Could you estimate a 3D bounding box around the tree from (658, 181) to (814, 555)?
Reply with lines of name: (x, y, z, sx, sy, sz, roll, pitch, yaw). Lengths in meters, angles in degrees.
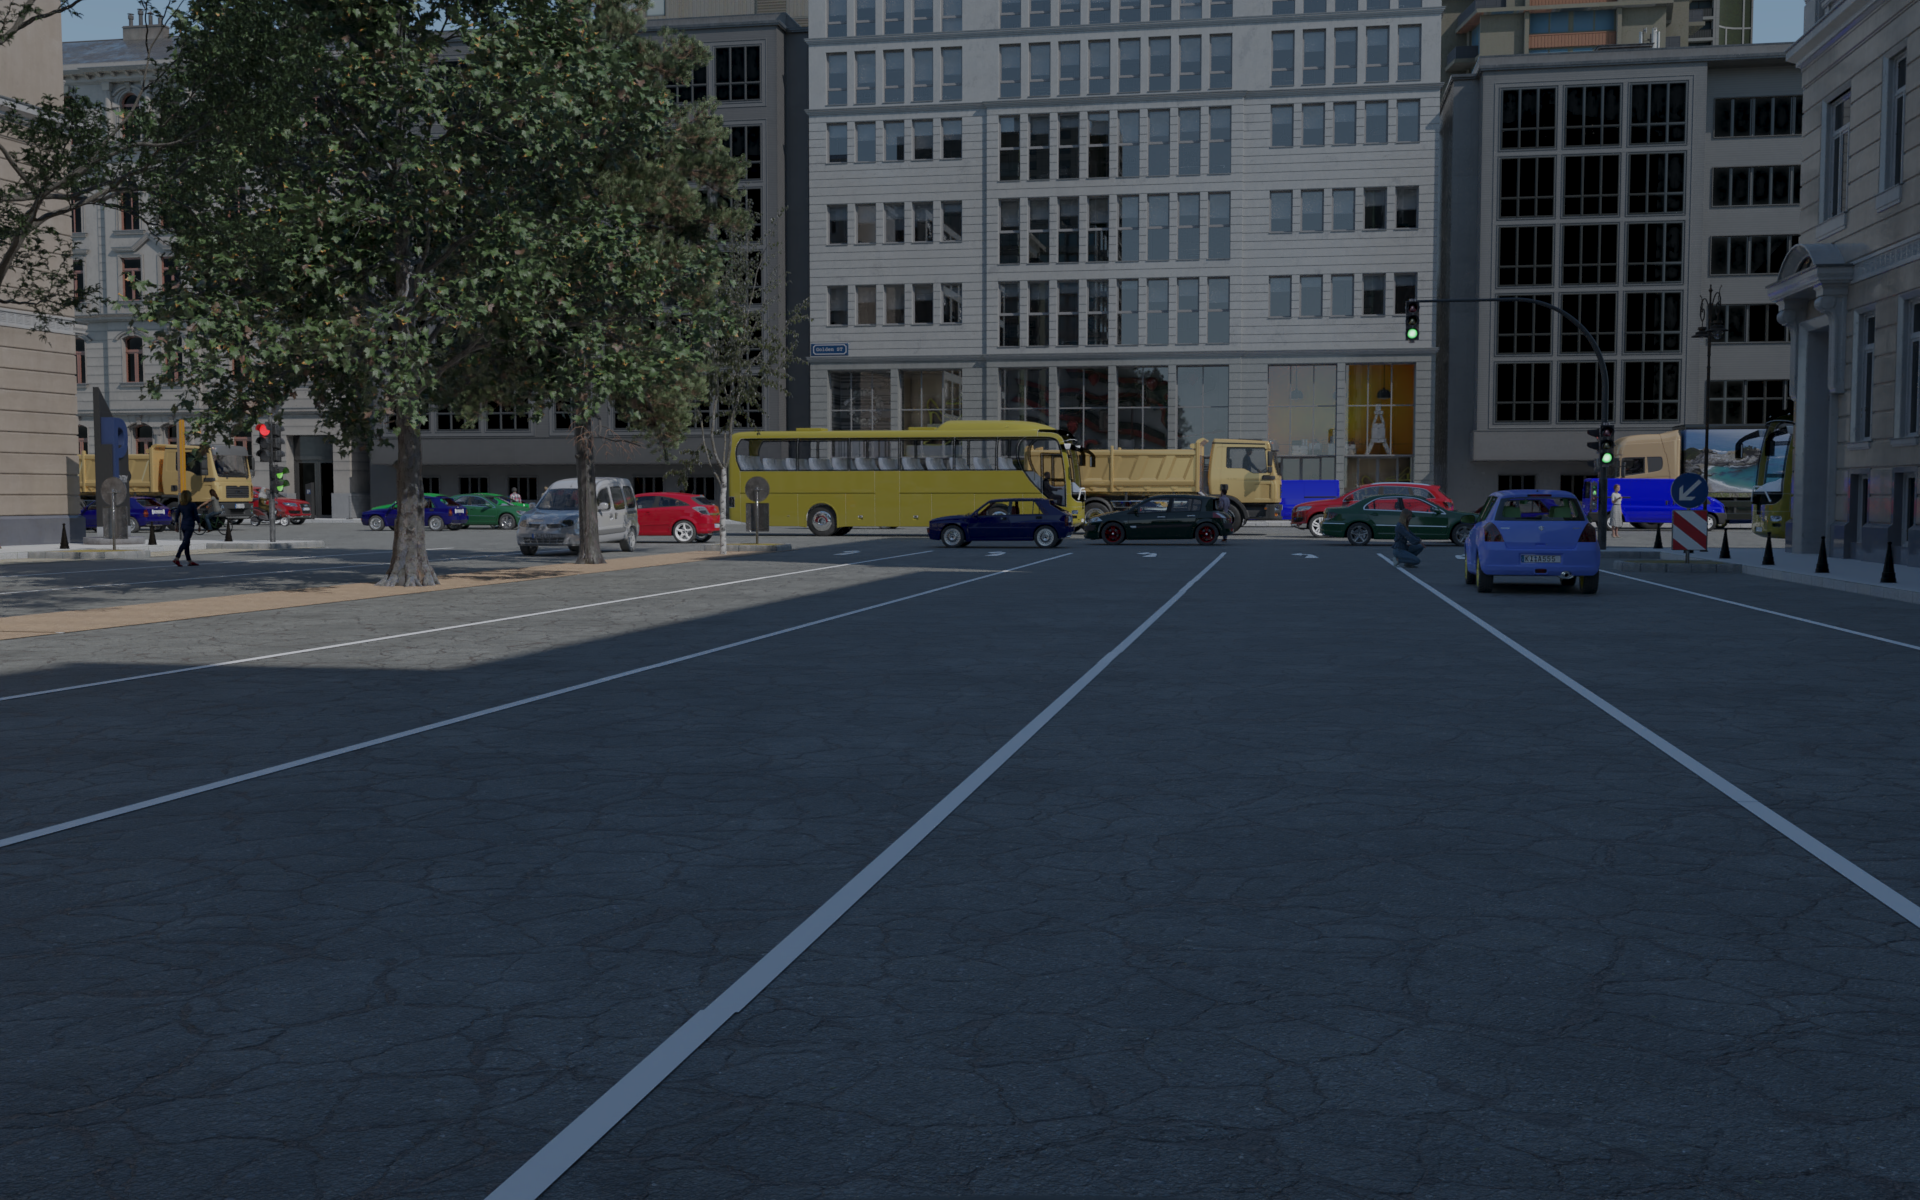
tree: (-5.560, -5.383, 40.825, 4.360, 8.622, 3.978, 0, 3, 0)

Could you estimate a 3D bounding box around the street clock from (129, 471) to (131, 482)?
street clock: (-22.712, -2.590, 46.920, 0.471, 2.002, 0.358, 0, 4, -6)

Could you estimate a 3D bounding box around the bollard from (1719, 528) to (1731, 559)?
bollard: (15.229, -1.127, 34.462, 0.229, 0.601, 0.229, 0, 3, 0)

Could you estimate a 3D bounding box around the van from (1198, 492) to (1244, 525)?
van: (8.927, -3.668, 66.991, 4.112, 2.044, 2.013, 1, 4, 12)

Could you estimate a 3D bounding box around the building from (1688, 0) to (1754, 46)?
building: (95.809, -48.781, 235.824, 20.611, 71.187, 20.563, 1, 4, 11)

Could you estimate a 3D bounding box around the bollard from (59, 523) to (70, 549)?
bollard: (-20.928, -1.494, 40.462, 0.229, 0.601, 0.229, 0, 3, 0)

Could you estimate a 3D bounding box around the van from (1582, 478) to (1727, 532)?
van: (26.997, -3.855, 67.406, 5.245, 2.365, 2.240, 1, 4, 10)

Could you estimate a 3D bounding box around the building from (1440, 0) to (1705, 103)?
building: (50.036, -30.215, 148.635, 22.147, 44.769, 28.867, 1, 4, 11)

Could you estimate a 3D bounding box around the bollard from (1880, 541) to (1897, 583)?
bollard: (13.440, -0.551, 25.053, 0.229, 0.601, 0.229, 0, 3, 0)

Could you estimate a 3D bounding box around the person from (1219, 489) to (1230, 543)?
person: (7.767, -2.492, 51.203, 0.435, 1.587, 0.963, 2, 4, 32)

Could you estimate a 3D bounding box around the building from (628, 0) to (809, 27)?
building: (-14.450, -34.838, 158.847, 28.713, 52.752, 27.495, 1, 4, 11)

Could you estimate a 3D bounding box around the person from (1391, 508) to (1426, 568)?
person: (8.815, -1.209, 33.770, 0.738, 1.151, 1.012, 2, 4, 26)

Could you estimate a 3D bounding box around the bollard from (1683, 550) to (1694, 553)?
bollard: (15.822, -1.318, 37.590, 0.229, 0.601, 0.229, 0, 3, 0)

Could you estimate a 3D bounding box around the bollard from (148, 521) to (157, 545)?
bollard: (-20.332, -1.685, 43.590, 0.229, 0.601, 0.229, 0, 3, 0)

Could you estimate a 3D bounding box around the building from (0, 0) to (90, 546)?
building: (-33.690, -15.565, 40.389, 20.117, 28.700, 13.634, 1, 4, 11)

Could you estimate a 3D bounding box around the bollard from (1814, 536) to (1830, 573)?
bollard: (14.044, -0.743, 28.192, 0.229, 0.601, 0.229, 0, 3, 0)

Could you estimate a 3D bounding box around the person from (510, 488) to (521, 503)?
person: (-19.638, -4.111, 76.551, 0.563, 1.720, 0.643, -3, 5, -44)

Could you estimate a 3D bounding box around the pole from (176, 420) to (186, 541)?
pole: (-21.285, -3.274, 47.378, 0.158, 3.312, 0.155, 0, 3, 0)

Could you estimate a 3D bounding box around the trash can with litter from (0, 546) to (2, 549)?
trash can with litter: (-21.814, -1.673, 38.733, 1.055, 1.170, 0.624, 2, 4, 32)

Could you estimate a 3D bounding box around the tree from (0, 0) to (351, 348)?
tree: (-10.251, -4.983, 18.342, 8.767, 10.594, 7.601, 1, 4, 11)

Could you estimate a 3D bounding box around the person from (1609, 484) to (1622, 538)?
person: (21.515, -2.908, 56.612, 0.480, 1.755, 0.524, -2, 4, -35)

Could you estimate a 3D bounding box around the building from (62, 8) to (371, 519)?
building: (-41.428, -18.962, 97.410, 23.554, 28.519, 14.401, 1, 4, 11)

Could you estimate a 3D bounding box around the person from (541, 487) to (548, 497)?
person: (-18.406, -4.156, 77.007, 0.519, 1.759, 0.362, -2, 4, -25)

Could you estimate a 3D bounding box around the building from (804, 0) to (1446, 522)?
building: (8.182, -18.892, 86.377, 29.804, 29.767, 11.434, 1, 4, 11)

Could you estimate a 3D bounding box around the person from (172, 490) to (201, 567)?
person: (-15.354, -1.425, 34.337, 0.480, 1.512, 0.613, 0, 4, 0)

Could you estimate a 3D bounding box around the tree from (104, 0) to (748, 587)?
tree: (-8.563, -6.565, 26.802, 9.611, 12.733, 9.660, 0, 3, 0)

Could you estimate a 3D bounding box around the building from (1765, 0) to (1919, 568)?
building: (22.524, -14.728, 26.712, 13.634, 28.700, 20.117, 1, 4, 11)

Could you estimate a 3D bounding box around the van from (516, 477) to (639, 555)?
van: (-9.218, -2.133, 41.880, 2.013, 2.044, 4.112, 1, 4, 12)

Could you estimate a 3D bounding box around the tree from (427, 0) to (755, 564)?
tree: (-7.651, -6.761, 35.062, 6.751, 12.117, 7.091, 0, 3, 0)

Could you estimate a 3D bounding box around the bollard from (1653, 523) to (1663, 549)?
bollard: (16.425, -1.510, 40.726, 0.229, 0.601, 0.229, 0, 3, 0)

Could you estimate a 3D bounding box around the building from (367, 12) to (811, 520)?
building: (-18.094, -18.307, 92.832, 24.014, 27.812, 14.314, 1, 4, 11)

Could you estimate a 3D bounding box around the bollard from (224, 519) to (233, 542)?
bollard: (-19.737, -1.876, 46.718, 0.229, 0.601, 0.229, 0, 3, 0)

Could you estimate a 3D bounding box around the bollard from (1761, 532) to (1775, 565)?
bollard: (14.630, -0.935, 31.329, 0.229, 0.601, 0.229, 0, 3, 0)

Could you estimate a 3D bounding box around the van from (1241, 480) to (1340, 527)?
van: (13.869, -4.324, 75.083, 5.245, 2.365, 2.240, 1, 4, 11)

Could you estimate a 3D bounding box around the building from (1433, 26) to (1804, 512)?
building: (37.968, -16.038, 81.294, 30.058, 24.678, 14.314, 1, 4, 11)
